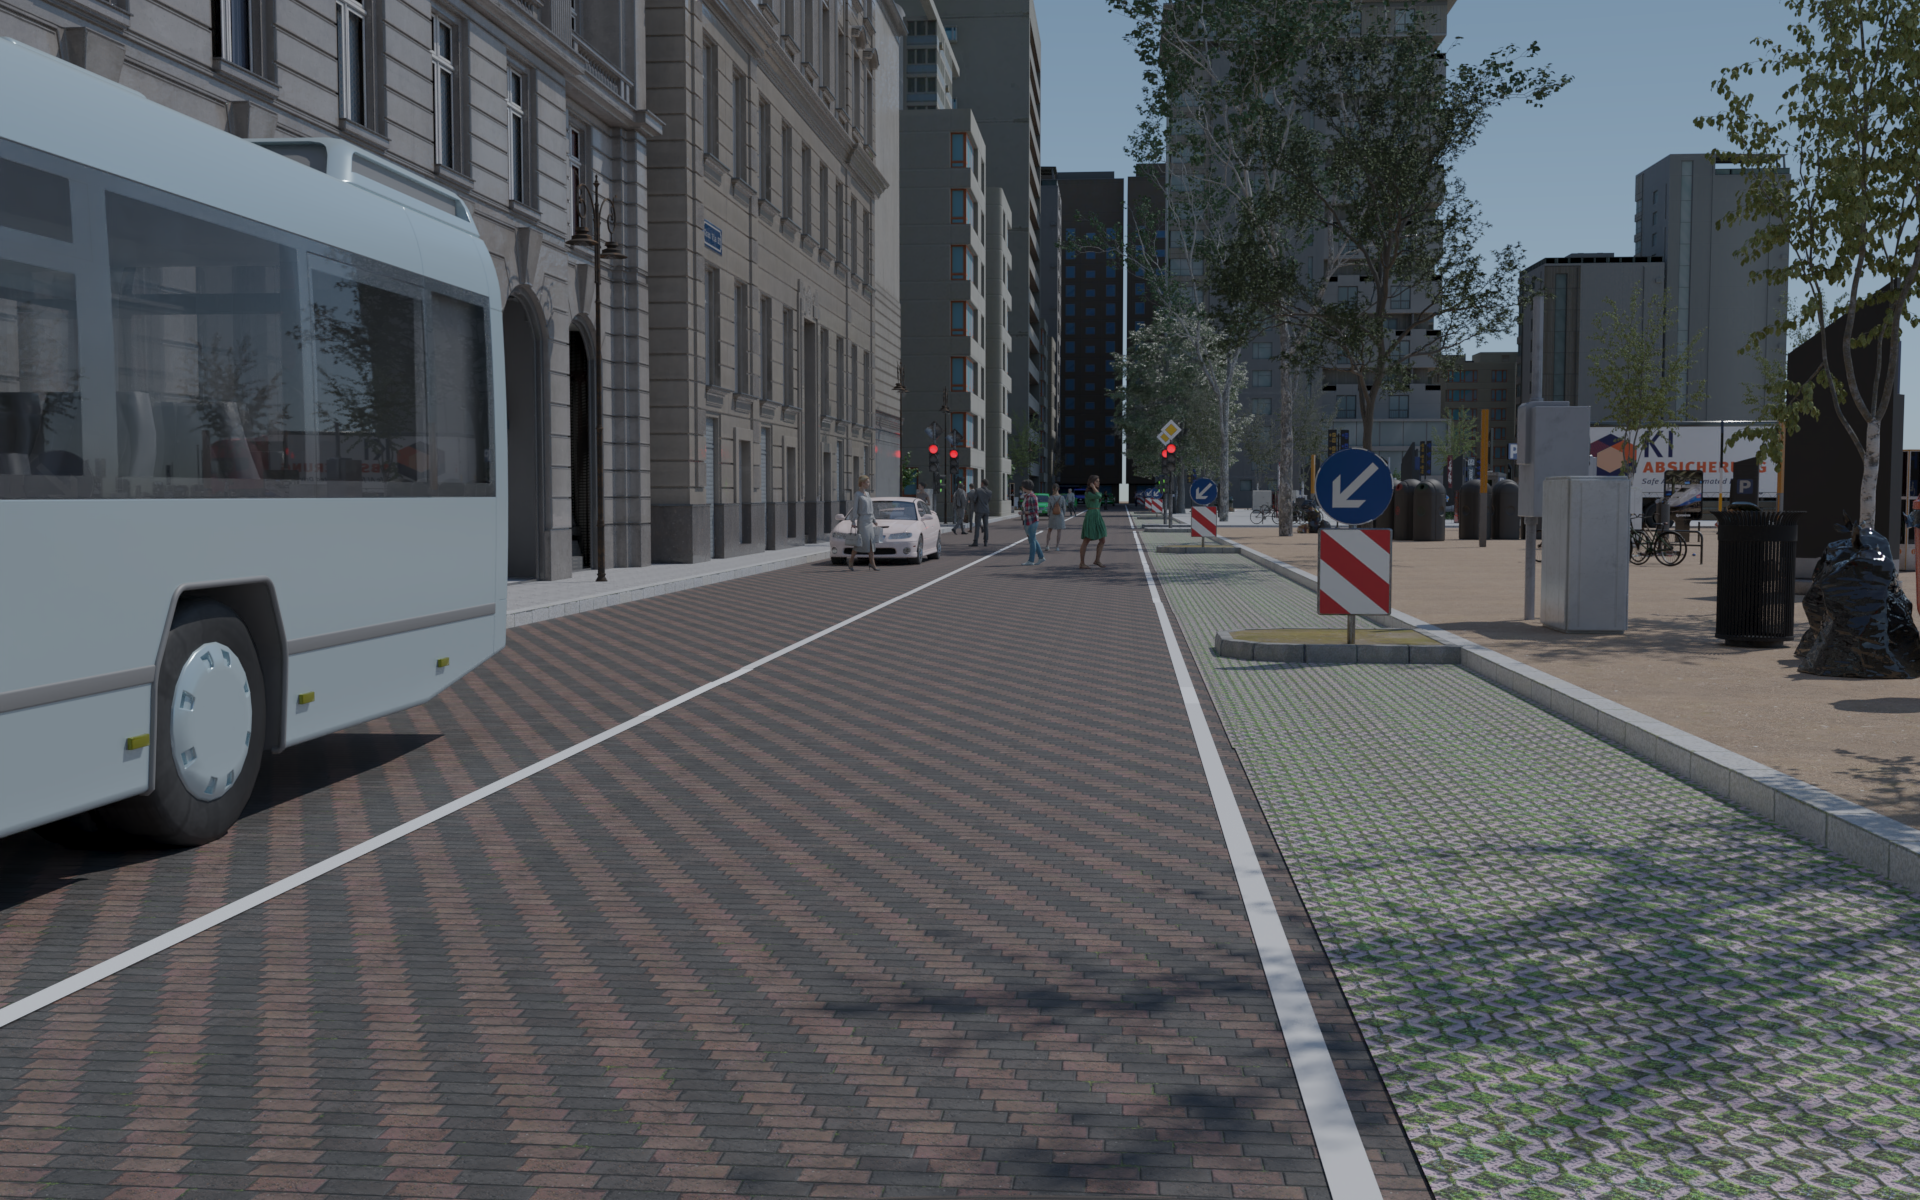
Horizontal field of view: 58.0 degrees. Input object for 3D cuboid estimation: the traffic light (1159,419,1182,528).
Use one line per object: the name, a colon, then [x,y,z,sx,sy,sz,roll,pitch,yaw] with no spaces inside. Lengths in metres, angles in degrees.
traffic light: [7.912,-4.662,65.147,0.839,4.253,0.868,0,4,5]

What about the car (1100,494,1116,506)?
car: [17.442,-12.004,205.057,1.959,1.807,4.718,0,4,7]

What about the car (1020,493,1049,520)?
car: [4.314,-5.343,96.153,1.959,1.807,4.718,0,4,4]

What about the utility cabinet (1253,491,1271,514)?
utility cabinet: [19.549,-6.328,112.134,1.173,1.500,0.318,1,4,11]

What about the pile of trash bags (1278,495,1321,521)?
pile of trash bags: [16.688,-4.398,81.663,3.447,1.369,1.912,1,4,19]

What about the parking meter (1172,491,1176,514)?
parking meter: [13.838,-6.357,112.353,0.372,1.533,0.369,0,3,0]

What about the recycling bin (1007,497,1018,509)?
recycling bin: [4.255,-7.840,140.735,0.722,1.027,0.722,-3,4,-38]

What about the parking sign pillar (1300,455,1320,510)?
parking sign pillar: [23.869,-7.935,118.216,1.447,3.967,1.447,0,3,0]

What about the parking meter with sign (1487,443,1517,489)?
parking meter with sign: [18.671,-3.925,60.440,0.543,3.016,1.738,-2,4,-28]

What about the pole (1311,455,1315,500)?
pole: [18.320,-5.876,89.908,0.158,3.312,0.155,0,3,0]

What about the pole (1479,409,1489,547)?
pole: [12.650,-2.935,41.829,0.158,3.312,0.155,0,3,0]

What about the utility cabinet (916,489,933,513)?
utility cabinet: [-1.487,-4.006,74.170,0.318,1.500,1.173,2,4,26]

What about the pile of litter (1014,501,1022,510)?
pile of litter: [4.534,-7.553,137.457,1.176,0.858,1.719,3,4,38]

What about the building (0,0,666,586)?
building: [-12.424,-10.858,19.323,13.314,21.916,24.055,0,4,5]

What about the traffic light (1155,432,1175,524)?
traffic light: [8.655,-5.148,73.097,0.839,4.253,0.868,0,4,5]

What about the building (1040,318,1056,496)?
building: [-4.138,-20.858,186.069,27.650,21.520,28.899,0,4,5]

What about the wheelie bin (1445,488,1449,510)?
wheelie bin: [24.606,-4.964,89.068,0.980,1.594,0.693,0,4,6]

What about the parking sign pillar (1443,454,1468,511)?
parking sign pillar: [33.005,-7.791,115.854,1.447,3.967,1.447,2,4,29]

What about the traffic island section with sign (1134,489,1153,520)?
traffic island section with sign: [10.991,-5.448,97.699,1.989,1.847,2.006,0,4,5]

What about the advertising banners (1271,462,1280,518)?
advertising banners: [16.987,-5.905,92.741,0.090,3.025,2.074,1,4,18]

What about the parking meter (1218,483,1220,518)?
parking meter: [14.317,-5.443,94.699,0.399,1.863,0.255,-1,4,-9]

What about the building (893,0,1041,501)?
building: [-3.720,-32.795,159.894,21.300,48.544,21.600,0,4,5]

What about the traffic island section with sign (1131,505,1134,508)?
traffic island section with sign: [13.533,-7.109,124.861,1.989,1.847,2.006,0,4,5]

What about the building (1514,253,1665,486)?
building: [76.511,-26.901,211.532,14.107,30.474,14.160,0,4,5]

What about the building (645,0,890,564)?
building: [-9.391,-15.061,43.516,12.463,27.353,25.104,0,4,5]

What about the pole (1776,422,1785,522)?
pole: [22.989,-3.342,48.479,0.158,3.312,0.155,0,3,0]

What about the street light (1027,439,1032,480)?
street light: [5.740,-10.357,142.130,0.468,5.910,1.993,0,4,5]

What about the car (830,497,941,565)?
car: [-1.524,-1.496,36.816,2.083,1.381,4.827,0,4,7]

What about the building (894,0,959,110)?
building: [-13.405,-26.847,130.826,32.217,40.220,23.993,0,4,5]

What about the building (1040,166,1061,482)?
building: [5.638,-32.678,217.875,14.086,41.232,14.154,0,4,5]

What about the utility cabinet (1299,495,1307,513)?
utility cabinet: [22.026,-6.190,112.364,1.020,1.237,0.306,-2,4,-29]

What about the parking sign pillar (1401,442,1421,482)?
parking sign pillar: [23.496,-6.232,90.358,1.447,3.967,1.447,-1,4,-10]

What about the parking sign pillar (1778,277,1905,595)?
parking sign pillar: [11.312,-2.062,22.180,1.447,3.967,1.447,-3,5,-43]

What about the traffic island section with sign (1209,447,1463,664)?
traffic island section with sign: [3.314,-0.421,15.510,1.989,1.847,2.006,0,4,5]

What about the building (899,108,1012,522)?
building: [-11.943,-15.202,93.596,27.650,21.520,28.899,0,4,5]

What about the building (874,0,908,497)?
building: [-11.477,-12.974,61.283,18.267,20.994,9.793,0,4,5]

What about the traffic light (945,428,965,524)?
traffic light: [-0.220,-5.198,73.907,0.839,4.253,0.868,0,4,5]

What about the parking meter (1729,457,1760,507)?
parking meter: [12.102,-1.287,26.747,0.399,1.863,0.255,2,4,28]

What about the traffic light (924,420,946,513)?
traffic light: [-0.962,-4.712,65.957,0.839,4.253,0.868,0,4,5]

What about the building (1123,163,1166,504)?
building: [29.920,-35.893,236.962,14.200,45.320,14.600,0,4,5]

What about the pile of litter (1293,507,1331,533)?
pile of litter: [11.551,-2.615,56.720,1.719,0.858,1.176,2,4,28]

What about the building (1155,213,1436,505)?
building: [39.962,-31.627,208.986,32.217,40.220,23.993,0,4,5]

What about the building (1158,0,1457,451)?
building: [35.499,-36.329,183.212,28.713,52.752,27.495,0,4,5]

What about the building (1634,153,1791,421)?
building: [90.623,-32.208,210.201,14.086,41.232,14.154,0,4,5]

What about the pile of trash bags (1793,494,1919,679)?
pile of trash bags: [6.883,-0.146,12.140,1.912,1.369,3.447,2,4,27]

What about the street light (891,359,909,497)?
street light: [-2.024,-5.299,59.434,0.468,5.910,1.993,0,4,5]

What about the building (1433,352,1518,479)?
building: [79.557,-24.159,240.045,28.899,21.520,27.650,0,4,5]

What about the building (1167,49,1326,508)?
building: [26.623,-29.355,163.548,14.154,41.232,14.086,0,4,5]

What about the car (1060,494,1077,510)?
car: [9.547,-8.938,154.938,1.959,1.807,4.718,0,4,5]

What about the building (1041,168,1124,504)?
building: [15.434,-36.049,239.503,14.200,45.320,14.600,0,4,5]

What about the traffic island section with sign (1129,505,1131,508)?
traffic island section with sign: [18.209,-10.172,174.946,1.989,1.847,2.006,0,4,5]

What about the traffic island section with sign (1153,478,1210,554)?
traffic island section with sign: [5.813,-2.062,42.350,1.989,1.847,2.006,0,4,5]

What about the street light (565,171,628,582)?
street light: [-5.258,-3.207,25.222,0.468,5.910,1.993,0,4,5]

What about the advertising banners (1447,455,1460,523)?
advertising banners: [21.999,-4.918,76.601,0.090,3.025,2.074,-1,4,-9]

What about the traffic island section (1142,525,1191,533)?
traffic island section: [7.951,-2.629,65.257,2.009,0.180,2.903,0,4,5]

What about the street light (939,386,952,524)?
street light: [-0.620,-6.208,74.296,0.468,5.910,1.993,0,4,5]

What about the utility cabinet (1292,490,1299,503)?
utility cabinet: [18.723,-5.497,98.562,0.318,1.500,1.173,-3,5,-45]
